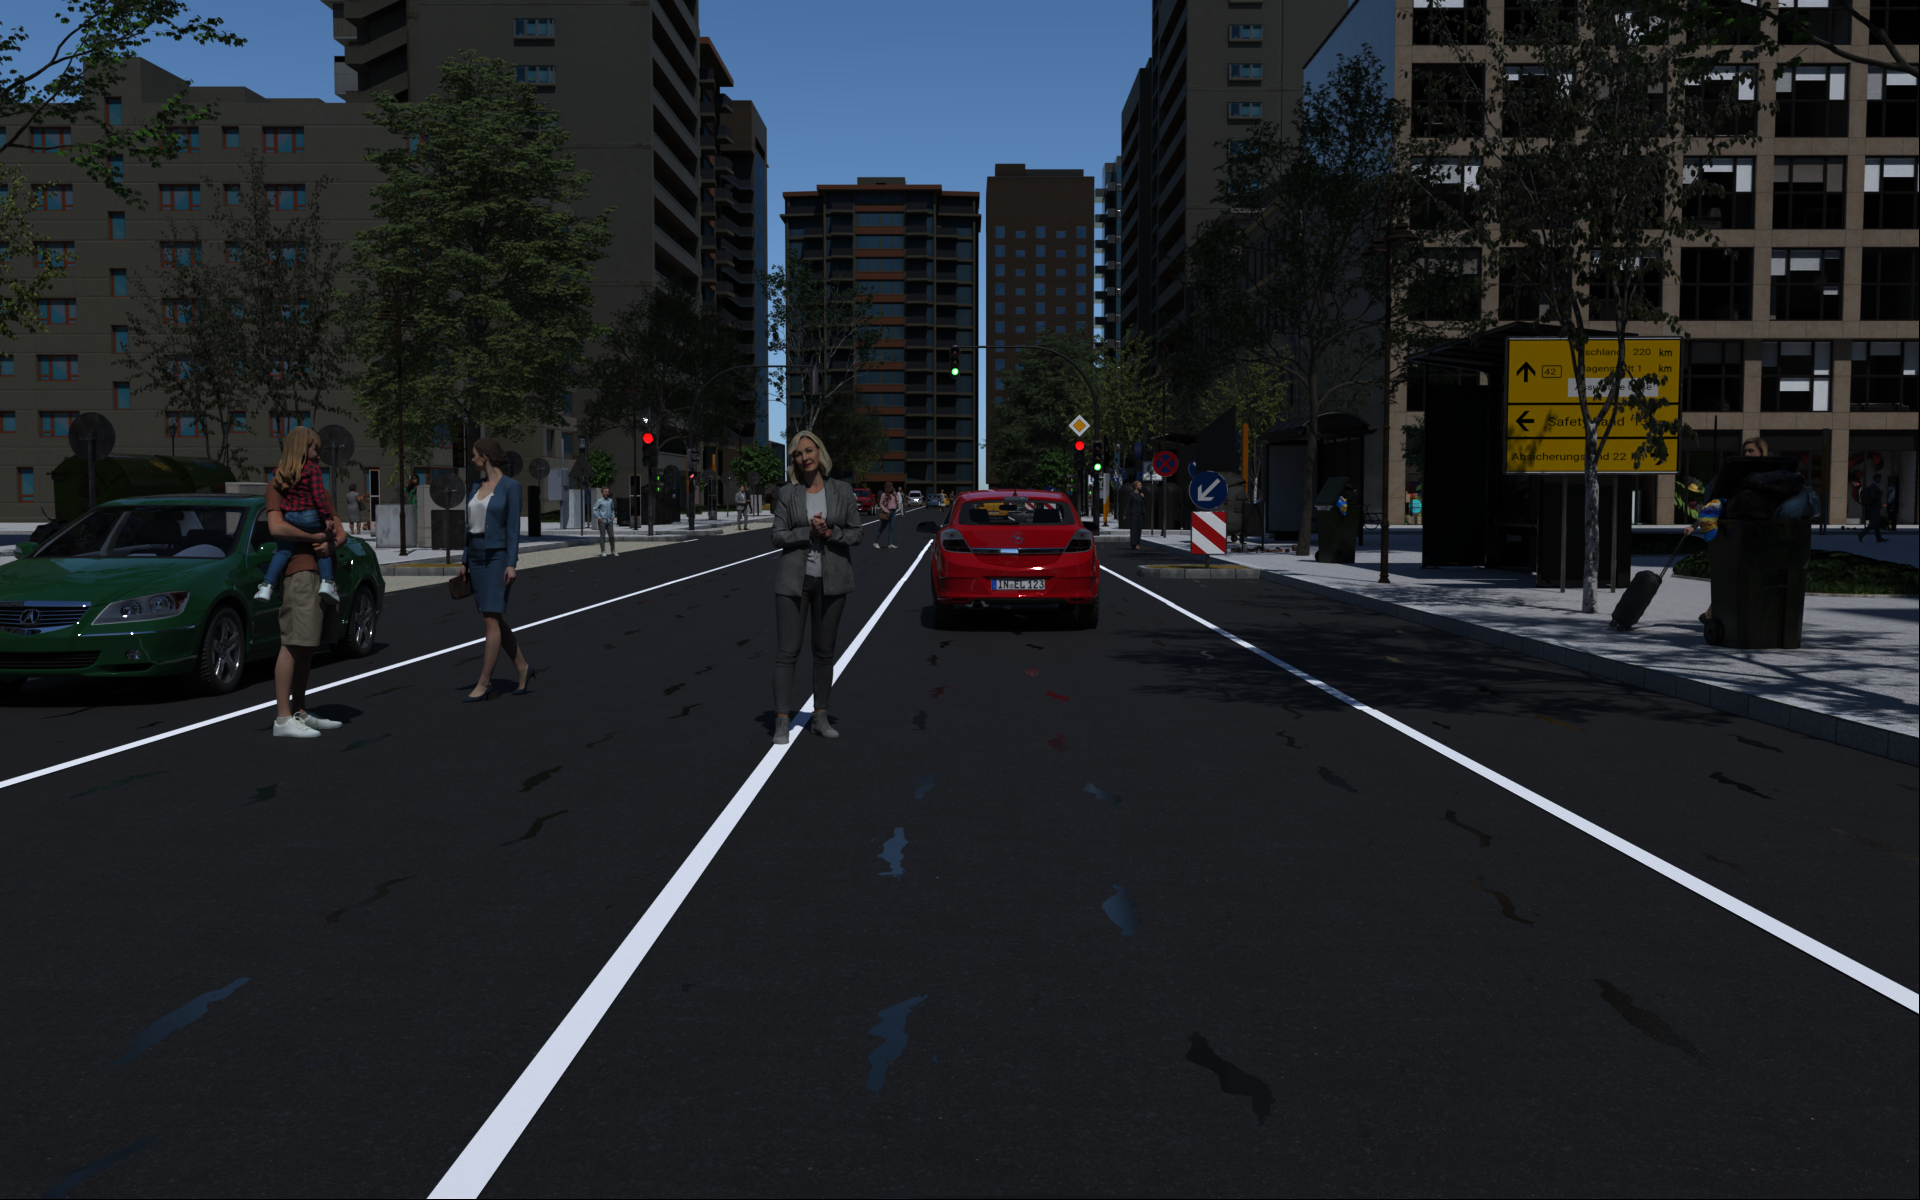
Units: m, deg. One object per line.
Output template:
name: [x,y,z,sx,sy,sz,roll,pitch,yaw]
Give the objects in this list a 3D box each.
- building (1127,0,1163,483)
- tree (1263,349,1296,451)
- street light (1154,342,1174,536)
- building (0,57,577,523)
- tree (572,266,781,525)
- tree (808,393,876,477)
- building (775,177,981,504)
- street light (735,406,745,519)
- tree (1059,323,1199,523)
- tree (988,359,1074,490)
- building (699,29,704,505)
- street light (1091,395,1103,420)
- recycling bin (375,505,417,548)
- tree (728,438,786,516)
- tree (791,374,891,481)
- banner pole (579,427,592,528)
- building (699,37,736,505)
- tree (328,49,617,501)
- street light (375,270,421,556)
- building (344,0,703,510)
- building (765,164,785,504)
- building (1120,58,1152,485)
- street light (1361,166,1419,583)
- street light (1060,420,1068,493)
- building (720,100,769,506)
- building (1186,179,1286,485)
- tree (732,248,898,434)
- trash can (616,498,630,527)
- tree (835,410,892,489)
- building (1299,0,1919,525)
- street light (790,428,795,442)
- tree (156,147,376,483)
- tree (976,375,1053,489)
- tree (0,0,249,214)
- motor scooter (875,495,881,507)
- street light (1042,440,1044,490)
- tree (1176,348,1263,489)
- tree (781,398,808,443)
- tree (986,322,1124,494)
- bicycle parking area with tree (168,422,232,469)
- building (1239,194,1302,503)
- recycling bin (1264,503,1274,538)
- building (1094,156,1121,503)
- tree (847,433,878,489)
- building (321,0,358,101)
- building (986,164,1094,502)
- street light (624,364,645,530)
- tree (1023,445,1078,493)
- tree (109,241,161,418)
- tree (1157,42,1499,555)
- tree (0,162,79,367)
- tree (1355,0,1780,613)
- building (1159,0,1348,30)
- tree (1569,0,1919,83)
building: [27.639,-44.632,167.991,20.563,71.187,20.611,0,4,0]
tree: [14.817,-7.216,68.350,4.360,8.622,3.978,0,3,0]
street light: [6.205,-4.888,52.714,0.468,5.910,1.993,0,4,0]
building: [-37.327,-15.061,91.291,27.650,21.520,28.899,0,4,0]
tree: [-12.302,-8.324,70.510,7.601,10.594,8.767,1,4,9]
tree: [-11.793,-13.512,155.331,8.767,10.594,7.601,-1,4,-12]
building: [-11.520,-35.927,242.036,28.867,44.769,22.147,0,4,0]
street light: [-11.372,-7.148,89.651,0.468,5.910,1.993,0,4,0]
tree: [7.158,-7.676,75.860,4.737,8.622,4.395,0,3,0]
tree: [7.056,-13.943,144.978,9.611,12.733,9.660,0,3,0]
building: [-29.364,-28.100,143.029,14.154,41.232,14.086,0,4,0]
street light: [6.299,-6.550,79.887,0.468,5.910,1.993,0,4,0]
recycling bin: [-13.418,-1.754,41.225,0.722,1.027,0.722,1,4,9]
tree: [-11.784,-7.160,100.787,4.285,4.588,4.351,0,3,0]
tree: [-12.080,-16.315,177.115,12.009,13.543,11.850,0,3,0]
banner pole: [-14.054,-4.579,64.877,0.401,3.779,0.863,-3,5,-41]
building: [-33.411,-31.177,164.370,22.147,44.769,28.867,0,4,0]
tree: [-12.257,-7.744,44.735,7.486,12.596,7.792,0,3,0]
street light: [-11.592,-3.859,35.886,0.468,5.910,1.993,0,4,0]
building: [-30.785,-30.577,123.632,21.300,48.544,21.600,0,4,0]
building: [-39.980,-40.068,244.345,27.495,52.752,28.713,0,4,0]
building: [29.176,-34.621,189.748,21.300,48.544,21.600,0,4,0]
street light: [6.129,-3.184,24.851,0.468,5.910,1.993,0,4,0]
street light: [6.490,-8.266,107.928,0.468,5.910,1.993,0,4,0]
building: [-29.366,-33.246,193.687,14.200,45.320,14.600,0,4,0]
building: [23.104,-18.194,126.353,11.050,23.489,19.941,0,4,0]
tree: [-11.128,-16.895,132.125,12.611,20.169,13.585,0,3,0]
trash can: [-13.279,-3.480,68.545,0.748,1.137,0.748,0,3,0]
tree: [-11.862,-17.533,212.426,9.928,11.665,9.643,0,3,0]
building: [34.683,-16.862,80.207,34.151,26.468,19.350,0,4,0]
street light: [-11.314,-8.890,118.137,0.468,5.910,1.993,0,4,0]
tree: [-14.403,-5.299,37.003,4.360,8.622,3.978,0,3,0]
tree: [6.872,-16.453,179.376,12.009,13.543,11.850,0,3,0]
tree: [-12.198,-5.731,19.462,9.928,11.665,9.643,0,3,0]
motor scooter: [-8.705,-10.590,185.917,0.815,1.314,1.986,0,3,0]
street light: [6.511,-9.978,135.924,0.468,5.910,1.993,0,4,0]
tree: [14.419,-8.635,91.543,4.360,8.622,3.978,0,3,0]
tree: [-12.626,-8.900,79.925,8.767,10.594,7.601,1,4,16]
tree: [7.470,-13.531,127.887,9.857,13.997,8.962,0,3,0]
bicycle parking area with tree: [-31.050,-5.148,71.171,9.016,4.147,8.231,-2,4,-33]
building: [23.829,-16.496,105.870,11.583,22.565,21.152,0,4,0]
recycling bin: [9.303,-2.334,50.716,0.722,1.027,0.722,0,4,-6]
building: [33.741,-38.087,242.323,30.456,49.044,23.786,0,4,0]
tree: [-11.836,-15.496,203.728,4.737,8.622,4.395,0,3,0]
building: [-51.216,-36.492,185.883,27.495,52.752,28.713,0,4,0]
building: [10.736,-35.935,237.650,14.200,45.320,14.600,0,4,0]
street light: [-11.527,-5.421,61.413,0.468,5.910,1.993,0,4,0]
tree: [6.558,-8.147,116.920,4.285,4.588,4.351,0,3,0]
tree: [-19.880,-5.833,45.737,4.360,8.622,3.978,0,3,0]
tree: [7.473,-6.194,35.691,7.601,10.594,8.767,1,4,15]
tree: [-19.629,-5.105,33.836,4.737,8.622,4.395,0,3,0]
tree: [6.606,-4.157,18.331,4.360,8.622,3.978,0,3,0]
building: [28.613,-32.044,147.613,21.300,48.544,21.600,0,4,0]
tree: [6.164,-5.090,8.984,9.928,11.665,9.643,0,3,0]
